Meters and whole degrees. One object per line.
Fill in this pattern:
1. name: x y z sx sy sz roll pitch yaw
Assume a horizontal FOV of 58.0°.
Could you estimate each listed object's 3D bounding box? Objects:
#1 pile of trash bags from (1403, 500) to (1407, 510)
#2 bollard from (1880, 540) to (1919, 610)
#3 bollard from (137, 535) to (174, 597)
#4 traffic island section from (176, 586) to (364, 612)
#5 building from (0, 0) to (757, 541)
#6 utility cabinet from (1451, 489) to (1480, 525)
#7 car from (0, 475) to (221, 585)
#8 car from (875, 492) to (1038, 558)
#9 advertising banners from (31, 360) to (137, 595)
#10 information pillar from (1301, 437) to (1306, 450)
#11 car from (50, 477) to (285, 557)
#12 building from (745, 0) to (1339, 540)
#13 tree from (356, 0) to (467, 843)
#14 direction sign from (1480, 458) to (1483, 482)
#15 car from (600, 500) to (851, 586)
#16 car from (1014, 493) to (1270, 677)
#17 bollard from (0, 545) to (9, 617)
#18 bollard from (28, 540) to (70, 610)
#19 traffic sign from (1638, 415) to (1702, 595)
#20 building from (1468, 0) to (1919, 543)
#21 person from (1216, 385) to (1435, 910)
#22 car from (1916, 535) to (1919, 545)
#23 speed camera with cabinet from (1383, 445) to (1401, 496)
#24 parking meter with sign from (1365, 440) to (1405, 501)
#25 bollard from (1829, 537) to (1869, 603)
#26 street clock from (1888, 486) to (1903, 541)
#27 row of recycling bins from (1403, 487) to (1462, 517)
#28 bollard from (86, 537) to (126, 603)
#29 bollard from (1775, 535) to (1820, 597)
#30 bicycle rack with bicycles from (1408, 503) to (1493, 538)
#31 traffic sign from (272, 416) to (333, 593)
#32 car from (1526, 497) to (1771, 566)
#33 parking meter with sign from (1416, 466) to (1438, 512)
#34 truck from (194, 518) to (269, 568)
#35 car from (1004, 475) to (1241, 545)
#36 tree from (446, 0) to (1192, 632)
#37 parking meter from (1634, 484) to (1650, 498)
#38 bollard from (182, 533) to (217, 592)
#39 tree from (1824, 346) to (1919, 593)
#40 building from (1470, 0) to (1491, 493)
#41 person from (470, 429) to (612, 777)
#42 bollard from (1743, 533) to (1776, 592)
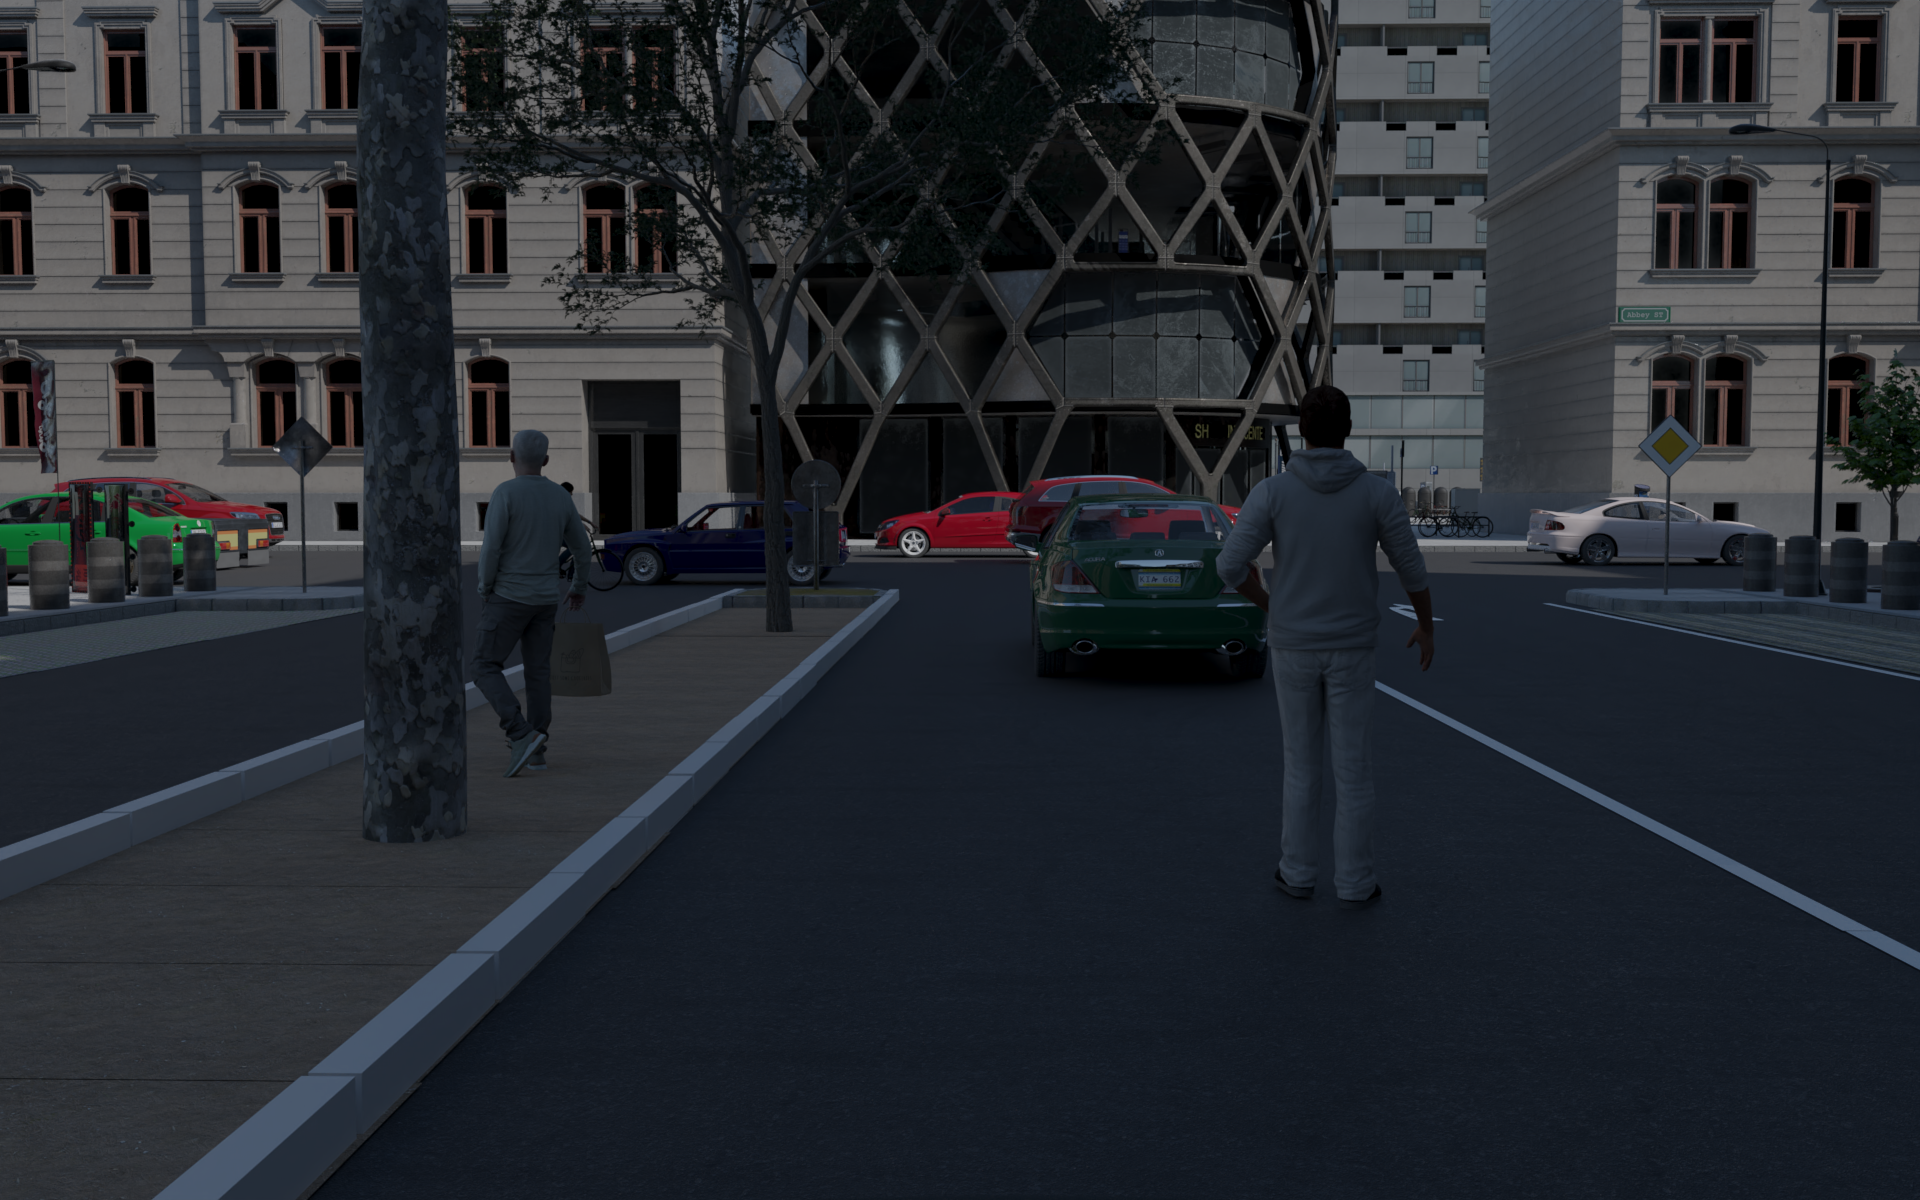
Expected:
1. pile of trash bags: 17.750 -4.017 75.429 3.447 1.369 1.912 1 4 11
2. bollard: 10.484 -0.279 19.280 0.404 0.777 0.398 0 3 0
3. bollard: -10.110 -0.431 21.758 0.404 0.777 0.398 0 3 0
4. traffic island section: -8.536 -0.014 22.502 2.009 0.180 2.903 0 4 1
5. building: -17.455 -16.206 52.366 23.554 28.519 14.401 0 4 1
6. utility cabinet: 20.418 -3.749 69.973 1.173 1.500 0.318 -1 4 -18
7. car: -14.294 -1.141 27.454 4.718 1.807 1.959 0 3 0
8. car: 0.287 -1.866 39.542 4.494 1.783 2.155 0 4 2
9. advertising banners: -11.345 -1.601 22.369 2.074 3.025 0.090 2 4 31
10. information pillar: 14.240 -4.927 71.906 0.183 3.616 0.504 2 4 28
11. car: -17.869 -1.842 38.789 5.304 1.827 2.281 0 4 2
12. building: 2.751 -11.366 53.293 16.811 18.784 16.820 0 4 1
13. tree: -3.474 -9.125 7.539 12.611 20.169 13.585 0 3 0
14. direction sign: 32.737 -7.106 108.184 0.876 3.537 0.379 -3 4 -38
15. car: -3.737 -0.934 27.857 3.894 1.354 1.945 0 4 2
16. car: 1.531 -0.195 14.986 2.131 1.459 4.920 0 4 2
17. bollard: -10.202 -0.209 18.135 0.404 0.777 0.398 0 3 0
18. bollard: -10.172 -0.283 19.338 0.404 0.777 0.398 0 3 0
19. traffic sign: 8.976 -1.121 21.971 0.795 2.450 0.064 0 4 1
20. building: 28.485 -16.124 51.021 23.554 28.519 14.401 0 4 1
21. person: 1.322 0.155 6.106 0.875 1.805 0.789 1 4 12
22. car: 17.585 -1.134 27.586 4.494 1.783 2.155 0 4 2
23. speed camera with cabinet: 17.626 -4.695 71.103 0.660 3.252 2.038 1 4 21
24. parking meter with sign: 13.474 -3.664 56.160 1.738 3.016 0.543 1 4 9
25. bollard: 10.520 -0.354 20.498 0.404 0.777 0.398 0 3 0
26. street clock: 23.867 -2.424 44.200 0.471 2.002 0.358 2 4 31
27. row of recycling bins: 26.856 -5.580 98.342 3.534 1.692 1.069 0 4 8
28. bollard: -10.137 -0.357 20.557 0.404 0.777 0.398 0 3 0
29. bollard: 10.545 -0.427 21.699 0.404 0.777 0.398 0 3 0
30. bicycle rack with bicycles: 14.655 -2.350 51.802 2.852 0.926 2.925 -3 5 -43
31. traffic sign: -8.512 -1.150 22.440 0.795 2.450 0.064 0 4 1
32. car: 14.093 -1.407 35.366 4.827 1.381 2.083 0 4 2
33. parking meter with sign: 28.545 -6.722 106.167 1.738 3.016 0.543 -3 5 -39
34. truck: -23.124 -2.662 33.276 18.799 4.110 2.967 0 4 1
35. car: 3.576 -1.674 36.040 5.304 1.827 2.281 0 4 1
36. tree: -1.840 -4.961 17.980 8.767 10.594 7.601 0 4 1
37. parking meter: 17.131 -2.148 43.527 0.372 1.533 0.369 0 3 0
38. bollard: -10.081 -0.504 22.959 0.404 0.777 0.398 0 3 0
39. tree: 12.144 -1.724 22.783 1.663 3.219 1.824 0 3 0
40. building: 29.735 -33.525 137.374 28.713 52.752 27.495 0 4 1
41. person: -2.164 -0.003 9.041 0.515 1.767 0.782 3 4 37
42. bollard: 10.578 -0.500 22.900 0.404 0.777 0.398 0 3 0
